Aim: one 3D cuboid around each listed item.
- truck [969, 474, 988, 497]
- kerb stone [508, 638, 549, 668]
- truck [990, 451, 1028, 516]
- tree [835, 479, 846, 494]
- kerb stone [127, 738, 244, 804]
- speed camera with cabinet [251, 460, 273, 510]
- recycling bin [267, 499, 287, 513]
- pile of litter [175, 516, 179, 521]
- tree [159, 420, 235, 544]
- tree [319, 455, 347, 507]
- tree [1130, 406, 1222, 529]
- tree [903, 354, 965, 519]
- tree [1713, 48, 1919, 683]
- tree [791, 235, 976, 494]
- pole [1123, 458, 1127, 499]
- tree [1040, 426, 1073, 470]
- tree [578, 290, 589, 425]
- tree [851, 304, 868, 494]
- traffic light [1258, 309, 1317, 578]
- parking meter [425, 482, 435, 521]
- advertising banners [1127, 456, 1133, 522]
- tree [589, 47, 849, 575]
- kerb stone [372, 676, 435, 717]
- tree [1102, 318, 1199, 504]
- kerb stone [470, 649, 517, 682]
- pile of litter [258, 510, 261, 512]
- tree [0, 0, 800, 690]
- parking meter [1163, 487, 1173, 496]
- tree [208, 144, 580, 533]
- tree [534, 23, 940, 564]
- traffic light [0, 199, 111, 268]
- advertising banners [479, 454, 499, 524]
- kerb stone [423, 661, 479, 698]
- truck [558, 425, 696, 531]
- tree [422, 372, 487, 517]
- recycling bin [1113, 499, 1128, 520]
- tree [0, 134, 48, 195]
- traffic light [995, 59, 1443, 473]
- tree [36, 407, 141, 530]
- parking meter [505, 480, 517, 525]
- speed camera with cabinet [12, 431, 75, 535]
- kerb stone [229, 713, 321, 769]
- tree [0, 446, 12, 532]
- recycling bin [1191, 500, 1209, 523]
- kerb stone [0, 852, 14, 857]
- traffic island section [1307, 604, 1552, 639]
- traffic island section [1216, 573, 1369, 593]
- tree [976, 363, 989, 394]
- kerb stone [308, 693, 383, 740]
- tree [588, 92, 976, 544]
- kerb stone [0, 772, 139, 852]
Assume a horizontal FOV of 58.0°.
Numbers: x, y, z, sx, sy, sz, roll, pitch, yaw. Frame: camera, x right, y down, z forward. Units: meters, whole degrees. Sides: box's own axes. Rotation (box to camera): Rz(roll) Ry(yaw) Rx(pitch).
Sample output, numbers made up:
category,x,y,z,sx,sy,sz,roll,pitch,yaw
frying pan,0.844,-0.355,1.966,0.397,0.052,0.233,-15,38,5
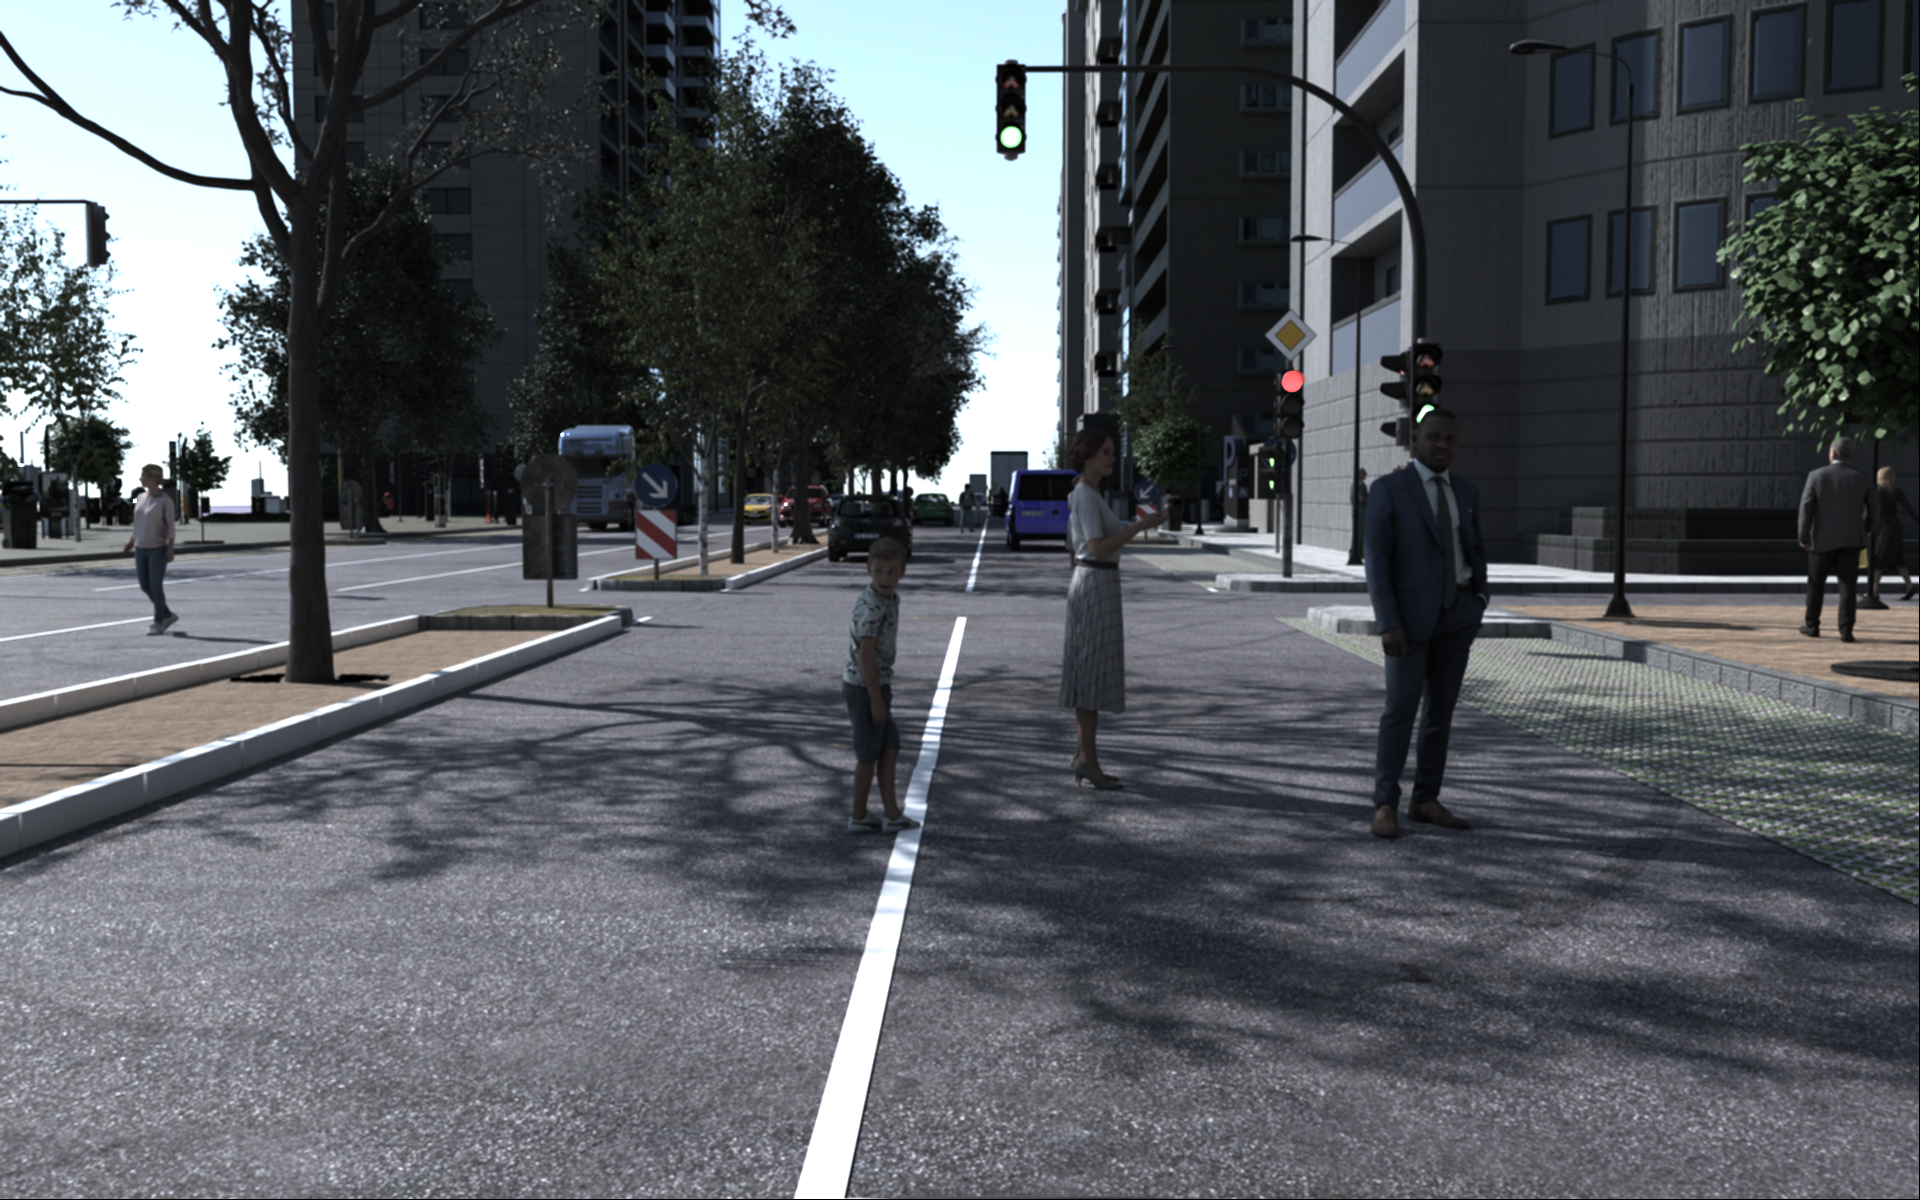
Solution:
category,x,y,z,sx,sy,sz,roll,pitch,yaw
truck,2.609,-15.823,247.620,2.839,4.237,11.283,0,4,1
kerb stone,-3.687,0.461,14.656,0.120,0.150,1.000,0,4,1
truck,3.410,-7.902,118.118,2.839,4.237,11.283,0,4,2
tree,-16.023,-14.213,226.987,1.663,3.219,1.824,0,3,0
kerb stone,-3.809,0.837,8.511,0.120,0.150,1.000,0,4,1
speed camera with cabinet,-41.062,-6.575,101.836,0.660,3.252,2.038,0,4,-3
recycling bin,-35.534,-4.744,90.118,0.722,1.027,0.722,1,4,12
pile of litter,-36.969,-4.083,80.722,1.176,0.858,1.719,3,5,42
tree,-19.637,-3.088,45.092,1.663,3.219,1.824,0,3,0
tree,-31.117,-5.565,85.589,1.663,3.219,1.824,0,3,0
tree,8.015,-4.935,64.403,4.285,4.588,4.351,0,3,0
tree,-3.145,-10.343,97.318,9.928,11.665,9.643,0,3,0
tree,7.066,-1.742,12.200,4.285,4.588,4.351,0,3,0
tree,-3.703,-10.304,77.588,9.857,13.997,8.962,0,3,0
pole,9.268,-6.322,97.208,0.158,3.312,0.155,0,3,0
tree,10.708,-14.337,184.776,4.360,8.622,3.978,0,3,0
tree,-18.953,-10.502,88.719,9.611,12.733,9.660,0,3,0
tree,-4.503,-5.443,41.808,4.737,8.622,4.395,0,3,0
traffic light,5.003,-2.297,26.479,0.839,4.253,0.868,0,4,1
parking meter,-25.149,-4.677,82.180,0.399,1.863,0.255,-3,4,-36
advertising banners,7.854,-5.133,80.110,0.090,3.025,2.074,1,4,13
tree,-4.274,-4.637,28.631,4.737,8.622,4.395,0,3,0
kerb stone,-3.750,0.654,11.584,0.120,0.150,1.000,0,4,1
tree,7.899,-7.417,71.632,4.737,8.622,4.395,0,3,0
kerb stone,-3.708,0.524,13.632,0.120,0.150,1.000,0,4,1
pile of litter,-38.379,-5.035,96.290,1.719,0.858,1.176,-3,5,-42
tree,-4.988,-6.124,12.954,12.009,13.543,11.850,0,3,0
parking meter,7.437,-3.277,61.985,0.372,1.533,0.369,0,3,0
tree,-19.721,-8.581,57.303,9.611,12.733,9.660,0,3,0
tree,-4.595,-5.992,34.836,8.767,10.594,7.601,0,4,1
traffic light,-15.661,-3.194,26.895,4.771,5.953,1.251,0,4,1
advertising banners,-20.516,-4.844,75.383,0.090,3.025,2.074,-3,4,-37
kerb stone,-3.729,0.588,12.605,0.120,0.150,1.000,0,4,1
truck,-13.903,-5.129,73.623,2.967,4.110,18.799,0,4,0
tree,-28.530,-8.956,96.794,4.737,8.622,4.395,0,3,0
recycling bin,7.961,-4.434,85.052,0.722,1.027,0.722,-1,4,-19
tree,-19.610,-5.124,34.135,4.737,8.622,4.395,0,3,0
traffic light,2.756,-2.674,18.394,4.771,5.953,1.251,0,4,1
tree,-31.478,-4.823,62.576,4.285,4.588,4.351,0,3,0
parking meter,-18.433,-3.999,71.097,0.399,1.863,0.255,0,4,-4
speed camera with cabinet,-28.702,-3.672,54.380,2.038,3.252,0.660,1,4,15
kerb stone,-3.785,0.774,9.533,0.120,0.150,1.000,0,4,1
tree,-32.559,-3.857,57.666,1.663,3.219,1.824,0,3,0
recycling bin,10.845,-4.018,78.255,0.722,1.027,0.722,1,4,20
kerb stone,-3.850,0.966,6.462,0.120,0.150,1.000,0,4,1
traffic island section,4.889,0.225,18.609,2.009,0.180,2.903,0,4,1
traffic island section,5.043,-0.264,26.592,2.009,0.180,2.903,0,4,1
tree,-3.355,-10.274,87.437,9.611,12.733,9.660,0,3,0
kerb stone,-3.772,0.715,10.560,0.120,0.150,1.000,0,4,1
tree,-4.508,-7.919,48.946,9.611,12.733,9.660,0,3,0
kerb stone,-3.832,0.900,7.484,0.120,0.150,1.000,0,4,1
